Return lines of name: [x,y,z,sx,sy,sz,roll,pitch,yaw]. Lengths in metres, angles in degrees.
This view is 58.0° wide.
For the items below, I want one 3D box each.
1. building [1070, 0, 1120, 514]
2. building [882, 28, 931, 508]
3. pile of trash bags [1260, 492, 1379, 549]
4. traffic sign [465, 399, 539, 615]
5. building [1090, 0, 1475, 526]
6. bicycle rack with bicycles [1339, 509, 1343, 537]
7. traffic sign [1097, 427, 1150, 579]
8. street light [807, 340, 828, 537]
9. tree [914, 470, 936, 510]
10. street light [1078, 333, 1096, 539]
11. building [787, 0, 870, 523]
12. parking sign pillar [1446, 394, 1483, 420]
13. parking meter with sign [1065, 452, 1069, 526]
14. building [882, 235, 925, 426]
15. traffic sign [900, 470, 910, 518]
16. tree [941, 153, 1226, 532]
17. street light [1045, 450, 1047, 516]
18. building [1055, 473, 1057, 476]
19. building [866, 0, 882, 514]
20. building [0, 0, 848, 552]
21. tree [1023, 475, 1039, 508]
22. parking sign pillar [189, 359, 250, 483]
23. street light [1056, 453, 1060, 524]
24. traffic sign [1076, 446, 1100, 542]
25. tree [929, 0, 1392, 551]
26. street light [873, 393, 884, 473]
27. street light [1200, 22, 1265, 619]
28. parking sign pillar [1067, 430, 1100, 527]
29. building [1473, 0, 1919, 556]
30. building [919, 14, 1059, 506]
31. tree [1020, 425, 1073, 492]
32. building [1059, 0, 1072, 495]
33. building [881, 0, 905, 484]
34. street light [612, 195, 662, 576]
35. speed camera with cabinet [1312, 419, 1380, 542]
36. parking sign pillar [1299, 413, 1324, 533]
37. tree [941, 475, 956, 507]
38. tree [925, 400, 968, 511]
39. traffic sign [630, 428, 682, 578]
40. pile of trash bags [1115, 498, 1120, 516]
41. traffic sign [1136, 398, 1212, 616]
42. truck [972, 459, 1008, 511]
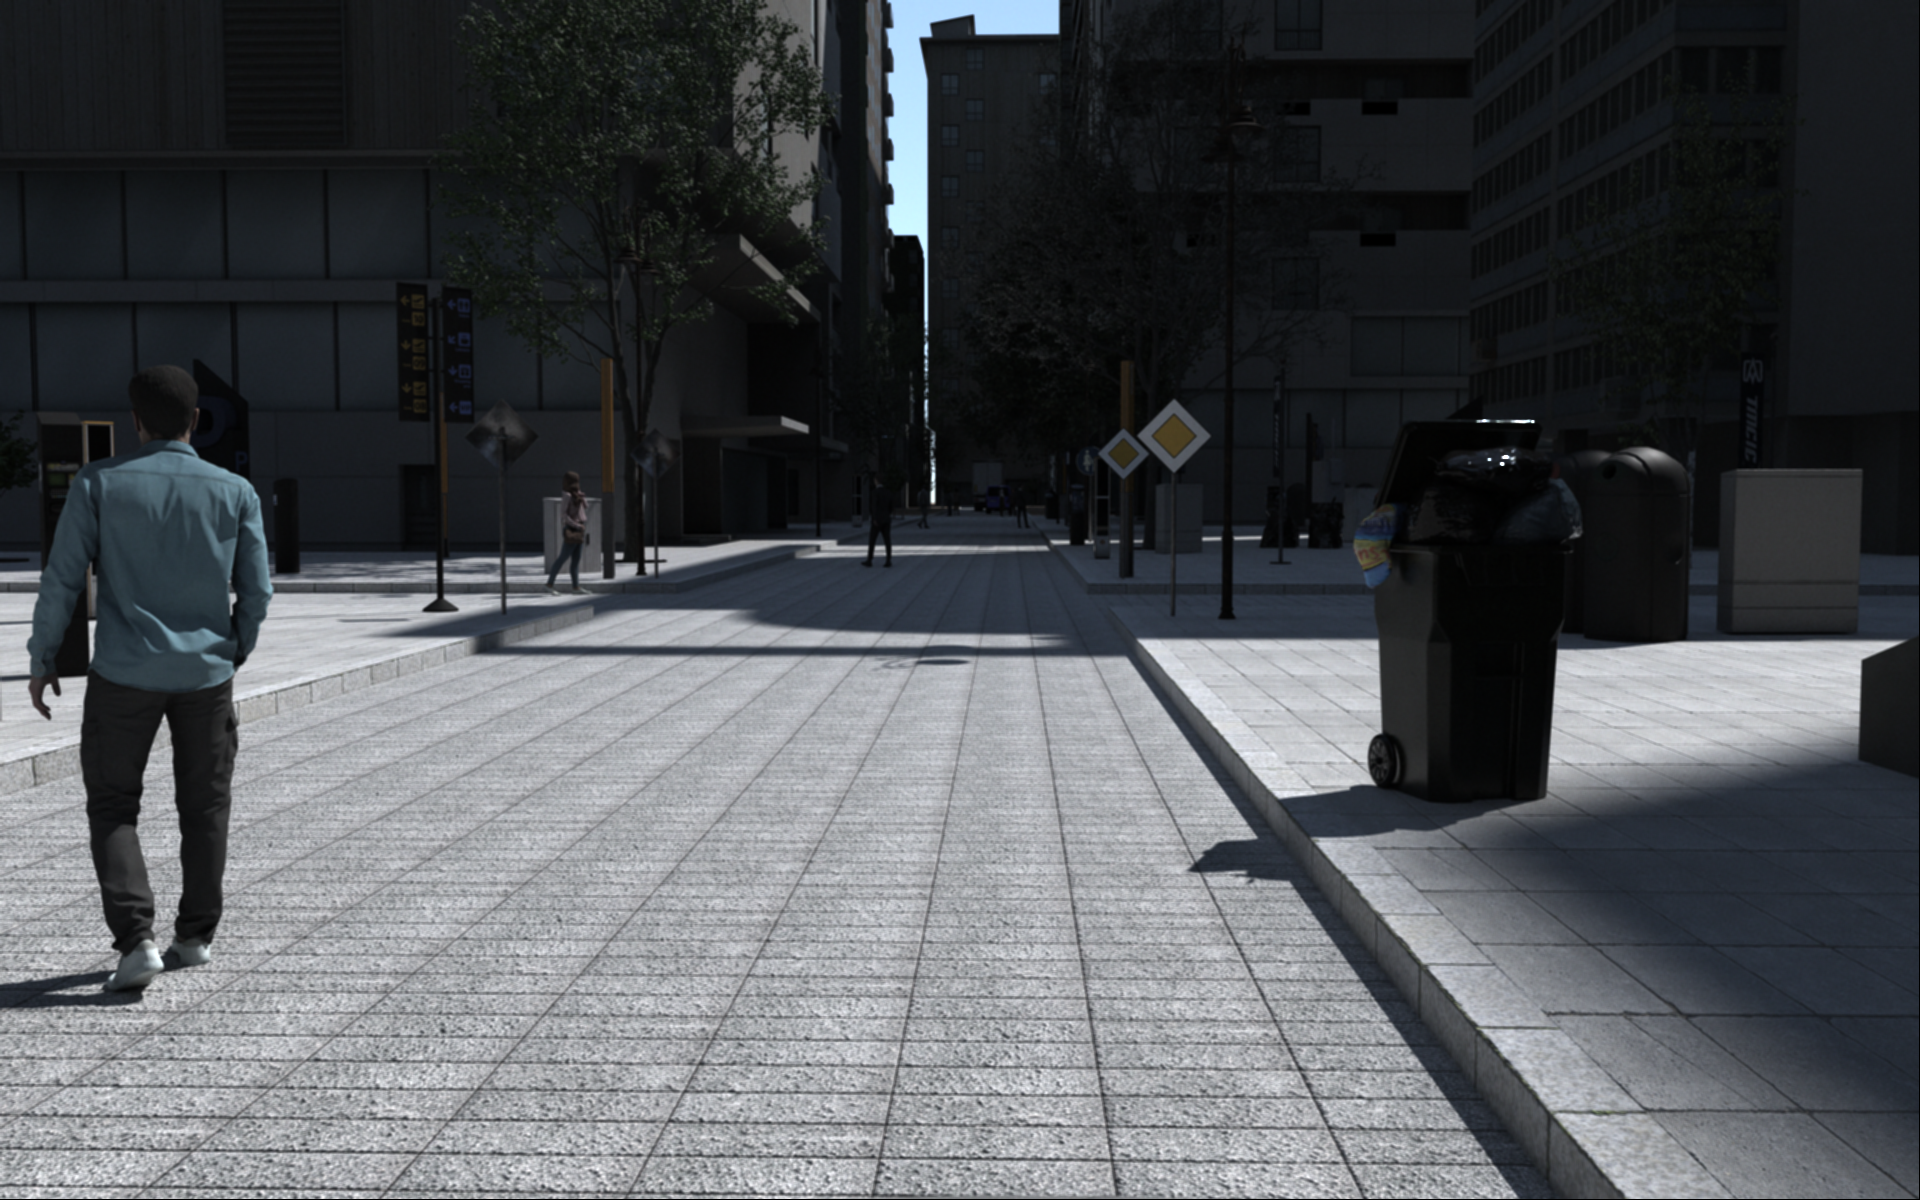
building: [18.633,-30.255,118.379,21.300,48.544,21.600,0,4,2]
building: [-18.789,-52.020,163.191,31.000,86.520,22.319,0,4,2]
pile of trash bags: [8.804,-1.927,41.265,3.447,1.369,1.912,2,4,32]
traffic sign: [-4.855,-0.902,18.383,0.795,2.450,0.064,0,4,2]
building: [20.131,-30.129,81.852,28.713,52.752,27.495,0,4,2]
bicycle rack with bicycles: [11.545,-2.262,50.372,2.852,0.926,2.925,-1,4,-18]
traffic sign: [2.462,-1.376,26.144,0.795,2.450,0.064,0,4,2]
street light: [-4.270,-4.849,52.064,0.468,5.910,1.993,0,4,2]
tree: [-2.877,-8.887,139.906,1.663,3.219,1.824,0,3,0]
street light: [3.582,-4.664,49.037,0.468,5.910,1.993,0,4,2]
building: [-11.695,-24.124,78.025,14.154,41.232,14.086,0,4,2]
parking sign pillar: [13.490,-3.583,47.062,1.447,3.967,1.447,1,4,13]
parking meter with sign: [4.489,-4.519,70.147,0.543,3.016,1.738,0,4,6]
building: [-11.153,-25.879,194.815,14.107,30.474,14.160,0,4,2]
traffic sign: [-2.962,-5.484,89.762,0.768,2.556,0.104,0,4,4]
tree: [4.119,-8.623,57.989,9.611,12.733,9.660,0,3,0]
street light: [4.953,-7.747,99.449,0.468,5.910,1.993,0,4,2]
building: [20.969,-32.995,159.075,23.786,49.044,30.456,0,4,2]
building: [-12.327,-28.034,108.472,14.600,45.320,14.200,0,4,2]
building: [-17.840,-28.126,49.099,28.713,52.752,27.495,0,4,2]
tree: [6.998,-10.391,164.495,1.663,3.219,1.824,0,3,0]
parking sign pillar: [-14.723,-2.804,34.324,1.447,3.967,1.447,2,4,24]
street light: [4.217,-6.214,74.387,0.468,5.910,1.993,0,4,2]
traffic sign: [3.497,-2.829,46.367,0.768,2.556,0.104,0,4,8]
tree: [4.520,-7.900,39.540,12.009,13.543,11.850,0,3,0]
street light: [-3.585,-6.414,77.658,0.468,5.910,1.993,0,4,2]
street light: [2.745,-2.743,17.636,0.468,5.910,1.993,0,4,2]
parking sign pillar: [4.882,-4.809,67.094,1.447,3.967,1.447,2,4,34]
building: [27.228,-21.484,43.142,23.993,40.220,32.217,0,4,2]
building: [9.818,-37.346,199.838,27.495,52.752,28.713,0,4,2]
tree: [5.617,-9.400,104.048,4.360,8.622,3.978,0,3,0]
building: [14.749,-27.724,136.887,14.154,41.232,14.086,0,4,2]
building: [-16.620,-31.286,131.127,23.786,49.044,30.456,0,4,2]
street light: [-5.030,-3.326,27.161,0.468,5.910,1.993,0,4,2]
speed camera with cabinet: [10.300,-3.156,45.936,2.038,3.252,0.660,-2,4,-29]
parking sign pillar: [11.903,-4.261,58.139,1.447,3.967,1.447,1,4,19]
tree: [-1.351,-11.223,178.094,1.663,3.219,1.824,0,3,0]
tree: [-2.170,-10.861,127.935,4.360,8.622,3.978,0,3,0]
traffic sign: [-4.629,-1.390,26.365,0.795,2.450,0.064,0,4,2]
pile of trash bags: [10.649,-5.459,99.010,3.447,1.369,1.912,0,4,-6]
traffic sign: [2.236,-0.888,18.162,0.795,2.450,0.064,0,4,2]
truck: [2.520,-9.596,145.813,2.839,4.237,11.283,0,4,3]
